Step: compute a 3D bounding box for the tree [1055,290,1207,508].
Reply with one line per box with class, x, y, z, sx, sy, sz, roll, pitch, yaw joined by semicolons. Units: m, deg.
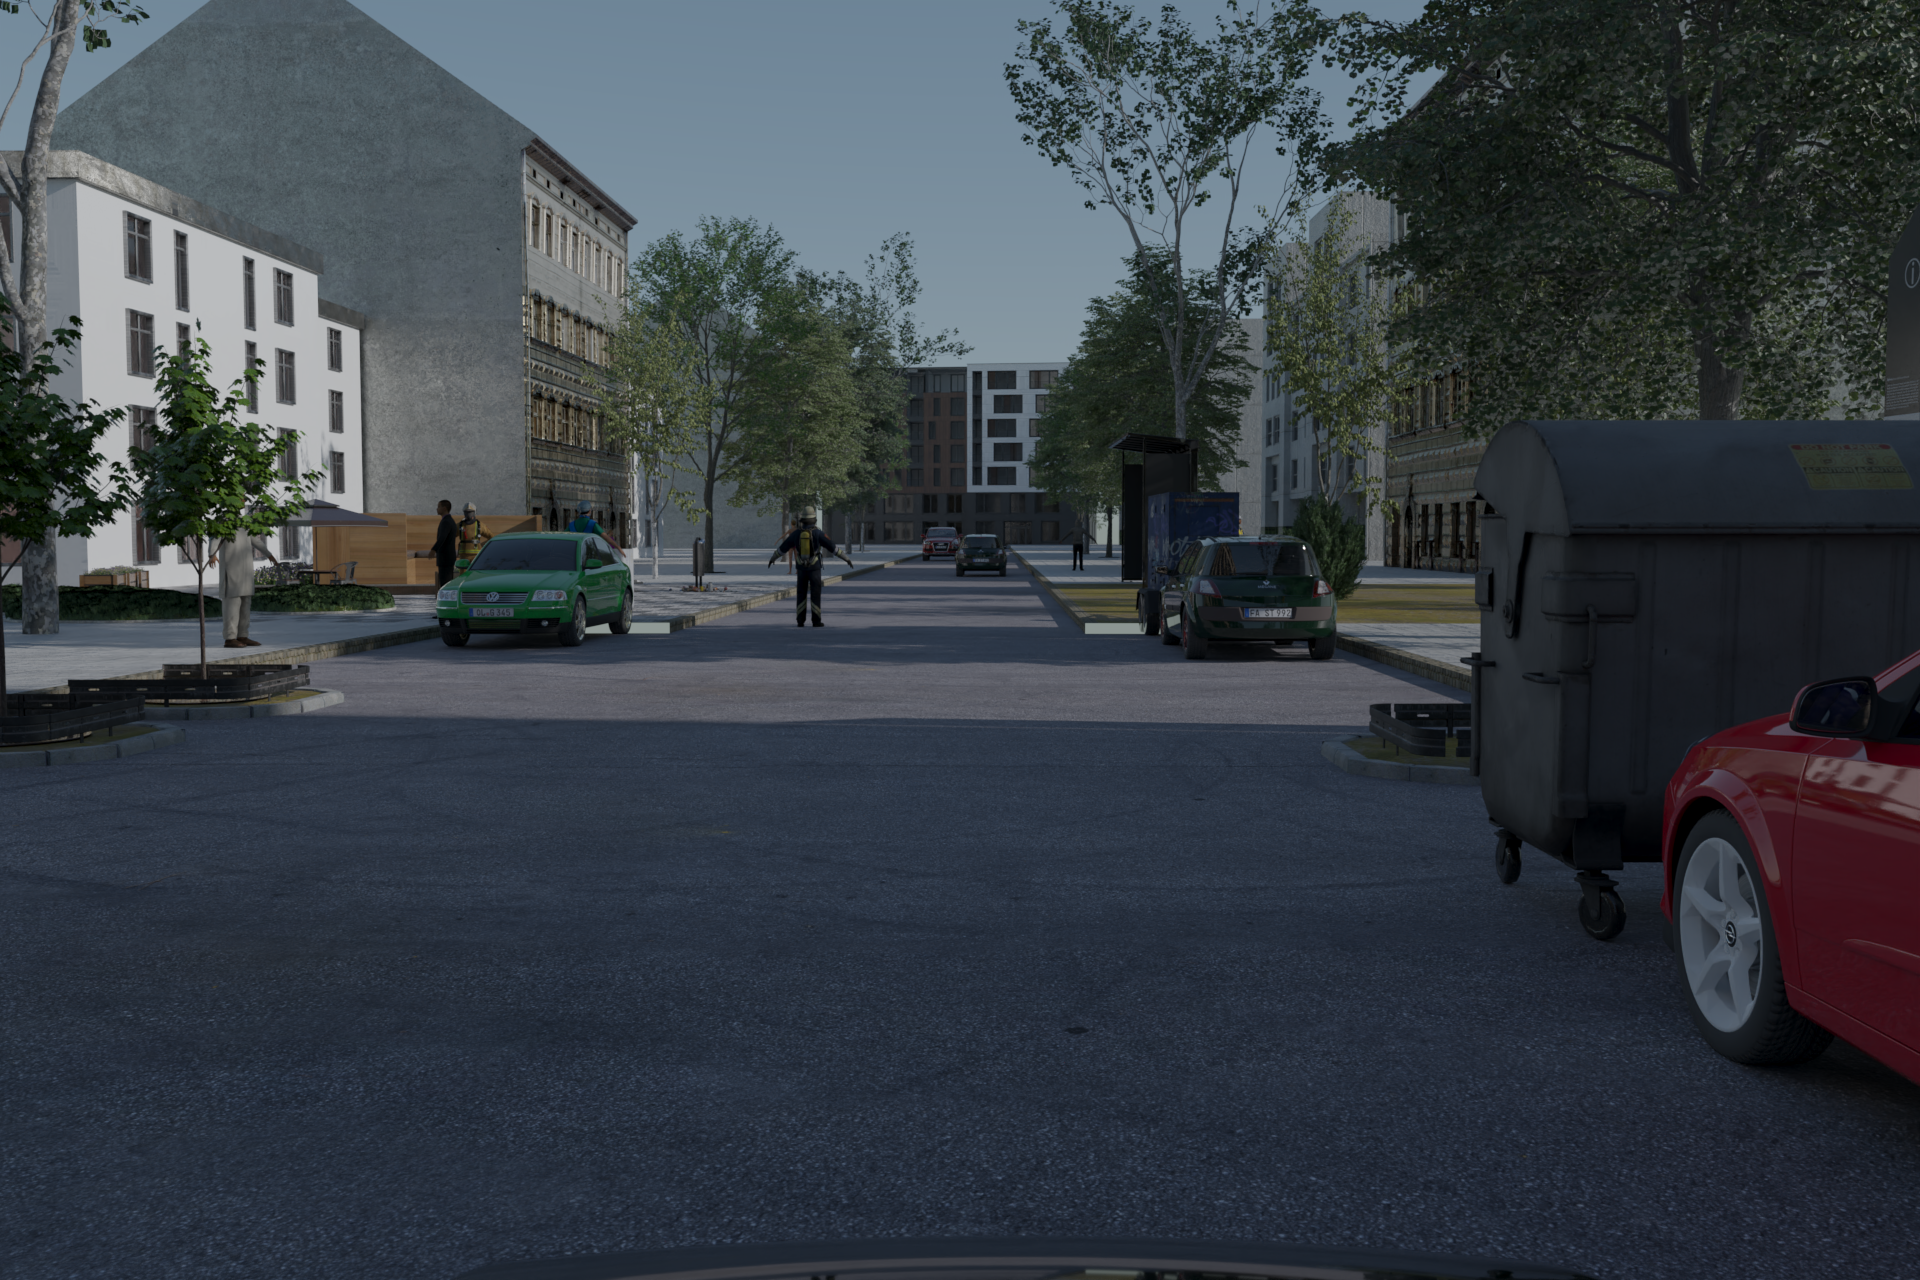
tree;7.800;-9.993;81.518;7.486;12.596;7.792;0;3;0

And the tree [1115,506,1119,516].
tree;21.734;-16.621;222.117;4.737;8.622;4.395;0;3;0

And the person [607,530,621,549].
person;-12.136;-3.136;60.544;0.599;1.433;0.991;1;4;19

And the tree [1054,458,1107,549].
tree;8.552;-10.288;118.568;4.360;8.622;3.978;0;3;0

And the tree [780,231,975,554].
tree;-5.836;-15.422;108.038;12.611;20.169;13.585;0;3;0

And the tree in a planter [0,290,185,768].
tree in a planter;-6.359;-0.868;11.418;1.991;3.239;1.994;0;4;1

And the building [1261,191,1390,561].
building;28.028;-14.161;97.982;16.747;18.905;31.486;0;4;1

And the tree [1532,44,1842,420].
tree;16.425;-7.513;40.966;7.486;12.596;7.792;0;3;0

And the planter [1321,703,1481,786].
planter;3.327;0.631;10.826;1.991;0.319;1.994;0;4;1

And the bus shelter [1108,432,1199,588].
bus shelter;4.775;-3.172;43.150;1.731;3.624;6.357;0;4;1

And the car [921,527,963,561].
car;-0.970;-5.208;93.828;2.281;1.827;5.304;0;4;1

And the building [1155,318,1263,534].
building;25.952;-17.383;150.666;16.747;18.905;31.486;0;4;1

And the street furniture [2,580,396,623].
street furniture;-14.529;-0.734;27.627;10.072;0.657;5.734;0;4;-2

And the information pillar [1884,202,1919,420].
information pillar;6.567;-1.263;12.007;0.183;3.616;0.504;0;4;1

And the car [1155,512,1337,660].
car;3.440;-0.696;21.171;2.009;1.686;4.222;0;4;1

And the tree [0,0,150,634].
tree;-13.160;-10.188;22.456;12.611;20.169;13.585;0;3;0

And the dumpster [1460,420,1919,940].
dumpster;2.962;0.100;6.573;1.865;1.857;1.264;0;4;0

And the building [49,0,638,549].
building;-25.496;-14.925;74.945;19.493;23.208;18.063;0;4;2

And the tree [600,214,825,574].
tree;-8.121;-7.985;56.305;9.928;11.665;9.643;0;3;0

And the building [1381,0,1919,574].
building;25.657;-13.881;57.881;19.493;23.208;18.063;0;4;1

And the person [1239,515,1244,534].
person;8.016;-2.689;49.937;0.705;1.833;1.349;3;4;37

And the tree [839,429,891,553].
tree;-6.679;-10.236;117.716;4.360;8.622;3.978;0;3;0

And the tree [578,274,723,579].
tree;-8.651;-6.027;48.896;4.737;8.622;4.395;0;3;0

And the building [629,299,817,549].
building;-23.567;-20.110;159.719;19.493;23.208;18.063;0;4;2

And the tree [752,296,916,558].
tree;-7.285;-11.456;93.960;9.857;13.997;8.962;0;3;0

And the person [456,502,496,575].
person;-8.809;-1.553;31.158;1.354;1.858;0.705;-1;4;-12

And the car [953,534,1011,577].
car;0.746;-3.042;59.530;2.009;1.686;4.222;0;4;2

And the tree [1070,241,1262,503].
tree;7.982;-9.165;67.970;7.486;12.596;7.792;0;3;0

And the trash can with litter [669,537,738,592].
trash can with litter;-5.733;-1.718;39.151;1.678;1.210;2.233;0;4;2

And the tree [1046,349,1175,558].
tree;8.169;-10.246;93.279;9.928;11.665;9.643;0;3;0

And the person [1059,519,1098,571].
person;4.143;-3.339;60.724;1.348;1.813;0.705;1;4;8

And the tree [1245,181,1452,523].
tree;7.851;-5.249;36.176;4.737;8.622;4.395;0;3;0

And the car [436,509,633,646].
car;-5.675;-0.899;23.495;1.959;1.807;4.718;0;4;1

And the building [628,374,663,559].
building;-21.451;-9.615;99.348;9.099;9.664;28.070;0;4;0

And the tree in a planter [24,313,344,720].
tree in a planter;-6.255;-1.040;14.219;1.991;3.239;1.994;0;4;1

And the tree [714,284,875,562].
tree;-7.607;-9.848;79.143;7.486;12.596;7.792;0;3;0

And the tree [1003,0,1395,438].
tree;8.203;-12.085;53.483;12.611;20.169;13.585;0;3;0

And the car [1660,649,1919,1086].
car;2.942;0.344;3.416;2.155;1.783;4.494;0;4;1

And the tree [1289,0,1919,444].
tree;9.038;-6.974;20.678;9.857;13.997;8.962;0;3;0

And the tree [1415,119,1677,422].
tree;9.954;-4.867;29.934;4.737;8.622;4.395;0;3;0

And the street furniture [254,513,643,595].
street furniture;-13.244;-2.050;40.380;11.010;1.723;9.812;-1;4;-14

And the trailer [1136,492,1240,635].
trailer;3.321;-1.128;25.491;1.471;1.999;3.904;0;4;0

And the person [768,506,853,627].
person;-2.325;-1.130;26.712;1.354;1.856;0.705;1;4;9

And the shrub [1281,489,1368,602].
shrub;6.312;-1.621;30.546;1.661;2.075;1.752;0;3;0

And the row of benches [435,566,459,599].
row of benches;-8.500;-1.118;33.742;4.104;0.672;1.422;1;4;23

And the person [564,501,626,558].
person;-5.971;-1.319;27.697;1.347;1.817;0.704;1;4;21

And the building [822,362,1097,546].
building;0.616;-22.869;220.332;32.646;21.610;27.936;0;4;8

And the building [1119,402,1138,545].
building;26.876;-19.686;188.317;16.747;18.905;31.486;0;4;1

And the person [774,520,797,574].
person;-5.364;-2.972;55.395;1.217;1.733;0.721;-2;4;-31

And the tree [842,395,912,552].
tree;-7.063;-12.301;126.881;9.928;11.665;9.643;0;3;0

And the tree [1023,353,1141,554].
tree;7.756;-11.690;109.260;7.486;12.596;7.792;0;3;0

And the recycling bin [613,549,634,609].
recycling bin;-5.973;-1.032;29.434;0.722;1.027;0.722;0;4;2

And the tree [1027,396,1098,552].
tree;8.637;-12.137;124.202;9.928;11.665;9.643;0;3;0

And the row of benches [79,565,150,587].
row of benches;-16.135;-1.078;33.093;1.422;0.672;4.104;-1;4;-17

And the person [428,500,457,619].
person;-7.824;-1.226;26.270;0.704;1.802;1.346;0;4;-6

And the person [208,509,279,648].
person;-8.175;-0.828;19.630;0.704;1.819;1.344;0;4;8

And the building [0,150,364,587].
building;-23.627;-6.727;52.140;9.099;9.664;28.070;0;4;1
